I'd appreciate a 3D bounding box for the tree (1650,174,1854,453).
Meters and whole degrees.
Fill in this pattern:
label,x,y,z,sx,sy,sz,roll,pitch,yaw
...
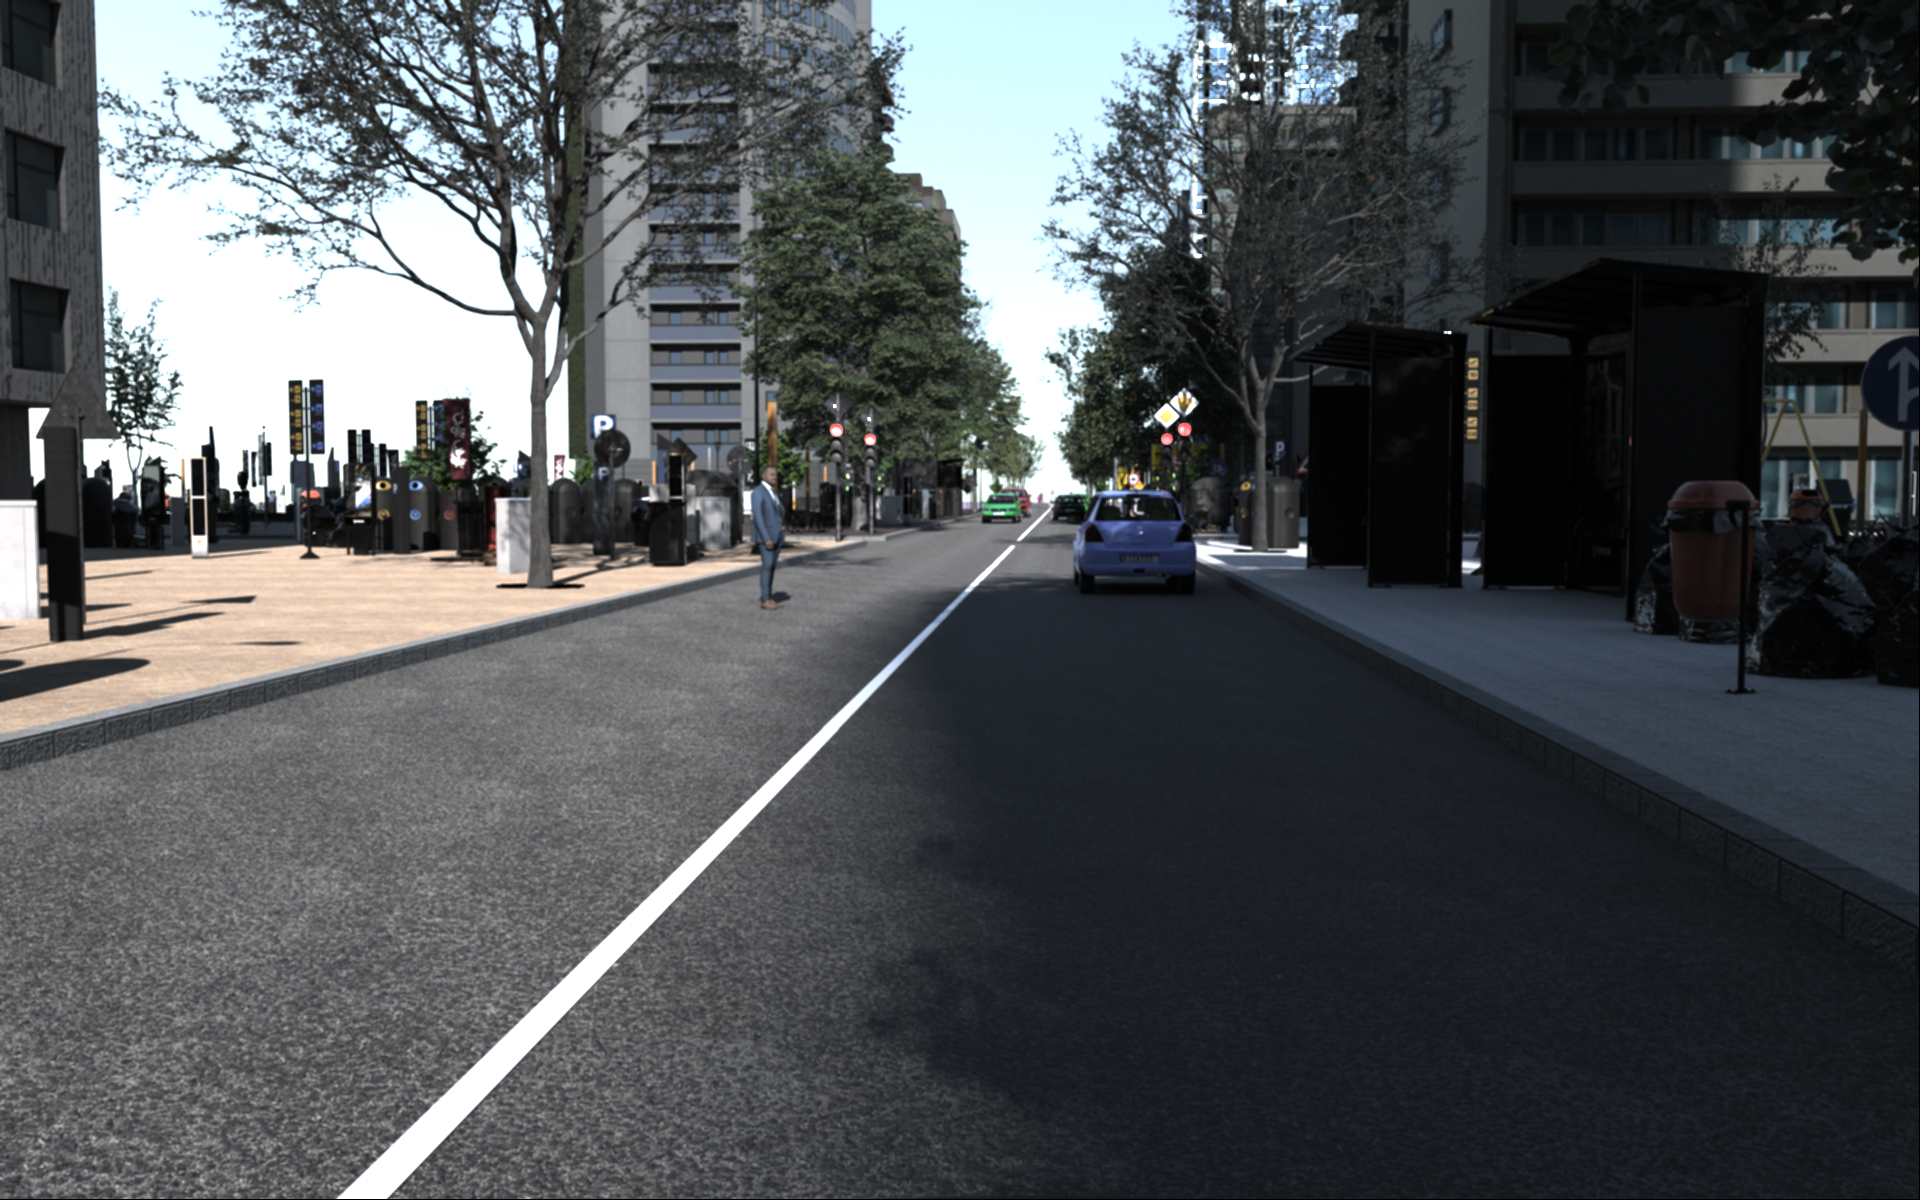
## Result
label,x,y,z,sx,sy,sz,roll,pitch,yaw
tree,17.904,-5.447,39.415,4.360,8.622,3.978,0,3,0

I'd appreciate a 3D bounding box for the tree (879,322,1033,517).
label,x,y,z,sx,sy,sz,roll,pitch,yaw
tree,-1.611,-10.606,99.166,9.928,11.665,9.643,0,3,0

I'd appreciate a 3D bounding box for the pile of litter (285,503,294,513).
label,x,y,z,sx,sy,sz,roll,pitch,yaw
pile of litter,-32.193,-4.197,82.583,1.176,0.858,1.719,1,4,21

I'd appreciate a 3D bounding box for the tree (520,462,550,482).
label,x,y,z,sx,sy,sz,roll,pitch,yaw
tree,-22.338,-5.888,90.873,1.663,3.219,1.824,0,3,0

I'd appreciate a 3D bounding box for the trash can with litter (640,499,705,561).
label,x,y,z,sx,sy,sz,roll,pitch,yaw
trash can with litter,-5.498,-1.347,33.411,1.055,1.170,0.624,-3,5,-41

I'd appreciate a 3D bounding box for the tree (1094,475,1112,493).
label,x,y,z,sx,sy,sz,roll,pitch,yaw
tree,13.857,-10.759,170.516,1.663,3.219,1.824,0,3,0

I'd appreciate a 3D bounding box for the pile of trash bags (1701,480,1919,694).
label,x,y,z,sx,sy,sz,roll,pitch,yaw
pile of trash bags,6.237,-0.132,11.916,3.447,1.369,1.912,-2,4,-24

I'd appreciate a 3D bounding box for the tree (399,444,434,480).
label,x,y,z,sx,sy,sz,roll,pitch,yaw
tree,-31.896,-7.306,103.170,4.285,4.588,4.351,0,3,0

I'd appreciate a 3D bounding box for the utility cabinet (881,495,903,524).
label,x,y,z,sx,sy,sz,roll,pitch,yaw
utility cabinet,-2.761,-3.884,74.661,1.020,1.237,0.306,2,4,24

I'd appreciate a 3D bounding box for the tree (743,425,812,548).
label,x,y,z,sx,sy,sz,roll,pitch,yaw
tree,-4.383,-2.878,41.654,1.663,3.219,1.824,0,3,0

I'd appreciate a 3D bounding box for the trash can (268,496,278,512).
label,x,y,z,sx,sy,sz,roll,pitch,yaw
trash can,-42.746,-5.862,107.491,0.748,1.137,0.748,0,3,0

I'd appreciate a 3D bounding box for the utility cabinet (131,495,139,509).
label,x,y,z,sx,sy,sz,roll,pitch,yaw
utility cabinet,-59.598,-6.951,124.812,0.306,1.237,1.020,0,4,4

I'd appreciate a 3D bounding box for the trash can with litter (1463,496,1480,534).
label,x,y,z,sx,sy,sz,roll,pitch,yaw
trash can with litter,16.405,-2.746,55.954,1.678,1.210,2.233,-2,4,-30

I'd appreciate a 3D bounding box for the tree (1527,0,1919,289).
label,x,y,z,sx,sy,sz,roll,pitch,yaw
tree,4.927,-6.062,5.764,9.857,13.997,8.962,0,3,0

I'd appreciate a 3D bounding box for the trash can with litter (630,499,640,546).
label,x,y,z,sx,sy,sz,roll,pitch,yaw
trash can with litter,-7.508,-1.882,42.153,1.055,1.170,0.624,2,4,31

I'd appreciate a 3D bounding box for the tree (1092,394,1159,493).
label,x,y,z,sx,sy,sz,roll,pitch,yaw
tree,11.734,-9.996,113.789,4.360,8.622,3.978,0,3,0

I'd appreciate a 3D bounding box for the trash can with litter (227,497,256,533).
label,x,y,z,sx,sy,sz,roll,pitch,yaw
trash can with litter,-24.115,-2.855,58.069,0.624,1.170,1.055,0,4,1

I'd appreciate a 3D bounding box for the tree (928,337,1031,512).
label,x,y,z,sx,sy,sz,roll,pitch,yaw
tree,1.489,-12.698,125.731,7.486,12.596,7.792,0,3,0

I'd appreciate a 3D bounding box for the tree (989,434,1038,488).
label,x,y,z,sx,sy,sz,roll,pitch,yaw
tree,7.239,-18.531,237.399,7.601,10.594,8.767,0,4,2

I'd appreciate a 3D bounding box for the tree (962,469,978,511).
label,x,y,z,sx,sy,sz,roll,pitch,yaw
tree,0.690,-8.538,134.196,1.663,3.219,1.824,0,3,0

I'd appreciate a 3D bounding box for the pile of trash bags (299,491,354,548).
label,x,y,z,sx,sy,sz,roll,pitch,yaw
pile of trash bags,-15.374,-2.017,42.737,3.447,1.369,1.912,3,5,43

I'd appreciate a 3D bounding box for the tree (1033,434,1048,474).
label,x,y,z,sx,sy,sz,roll,pitch,yaw
tree,10.491,-22.172,288.259,9.928,11.665,9.643,0,3,0

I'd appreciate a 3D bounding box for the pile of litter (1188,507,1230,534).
label,x,y,z,sx,sy,sz,roll,pitch,yaw
pile of litter,7.879,-2.572,56.017,1.719,0.858,1.176,1,4,15

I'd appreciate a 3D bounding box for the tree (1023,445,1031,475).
label,x,y,z,sx,sy,sz,roll,pitch,yaw
tree,6.151,-15.550,204.604,4.737,8.622,4.395,0,3,0

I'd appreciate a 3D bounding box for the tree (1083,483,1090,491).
label,x,y,z,sx,sy,sz,roll,pitch,yaw
tree,21.869,-20.458,284.854,4.360,8.622,3.978,0,3,0

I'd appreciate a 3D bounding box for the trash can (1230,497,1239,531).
label,x,y,z,sx,sy,sz,roll,pitch,yaw
trash can,9.375,-2.798,57.402,0.748,1.137,0.748,0,3,0

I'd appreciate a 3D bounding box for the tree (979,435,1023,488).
label,x,y,z,sx,sy,sz,roll,pitch,yaw
tree,3.979,-14.706,190.797,4.737,8.622,4.395,0,3,0

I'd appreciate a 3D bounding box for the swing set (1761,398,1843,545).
label,x,y,z,sx,sy,sz,roll,pitch,yaw
swing set,12.438,-1.870,28.191,3.119,2.851,2.862,-1,4,-18

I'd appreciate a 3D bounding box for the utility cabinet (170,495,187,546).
label,x,y,z,sx,sy,sz,roll,pitch,yaw
utility cabinet,-19.543,-1.964,43.270,0.306,1.237,1.020,-2,4,-27

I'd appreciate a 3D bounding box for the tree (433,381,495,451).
label,x,y,z,sx,sy,sz,roll,pitch,yaw
tree,-32.414,-9.927,112.664,4.360,8.622,3.978,0,3,0

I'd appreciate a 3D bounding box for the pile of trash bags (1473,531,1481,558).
label,x,y,z,sx,sy,sz,roll,pitch,yaw
pile of trash bags,12.160,-1.558,35.230,3.447,1.369,1.912,-3,4,-36

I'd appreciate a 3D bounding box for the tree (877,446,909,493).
label,x,y,z,sx,sy,sz,roll,pitch,yaw
tree,-4.092,-8.048,115.297,4.285,4.588,4.351,0,3,0

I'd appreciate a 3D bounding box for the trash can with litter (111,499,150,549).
label,x,y,z,sx,sy,sz,roll,pitch,yaw
trash can with litter,-19.620,-1.817,41.095,1.055,1.170,0.624,2,4,31

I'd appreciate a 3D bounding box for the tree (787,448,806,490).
label,x,y,z,sx,sy,sz,roll,pitch,yaw
tree,-12.173,-8.380,120.724,4.285,4.588,4.351,0,3,0

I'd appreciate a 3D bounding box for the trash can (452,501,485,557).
label,x,y,z,sx,sy,sz,roll,pitch,yaw
trash can,-9.873,-1.428,35.007,0.748,1.137,0.748,0,3,0

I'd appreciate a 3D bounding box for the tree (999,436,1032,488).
label,x,y,z,sx,sy,sz,roll,pitch,yaw
tree,6.041,-16.528,220.589,4.360,8.622,3.978,0,3,0

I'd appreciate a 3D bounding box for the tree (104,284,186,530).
label,x,y,z,sx,sy,sz,roll,pitch,yaw
tree,-28.981,-6.743,60.607,4.737,8.622,4.395,0,3,0

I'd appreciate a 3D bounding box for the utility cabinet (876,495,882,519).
label,x,y,z,sx,sy,sz,roll,pitch,yaw
utility cabinet,-4.206,-4.853,90.511,0.306,1.237,1.020,0,4,8

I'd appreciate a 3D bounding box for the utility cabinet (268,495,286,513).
label,x,y,z,sx,sy,sz,roll,pitch,yaw
utility cabinet,-43.712,-6.098,110.869,1.020,1.237,0.306,-1,4,-12

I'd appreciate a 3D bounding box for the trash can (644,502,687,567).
label,x,y,z,sx,sy,sz,roll,pitch,yaw
trash can,-5.216,-1.167,30.742,0.748,1.137,0.748,0,3,0

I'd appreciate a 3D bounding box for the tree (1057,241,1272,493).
label,x,y,z,sx,sy,sz,roll,pitch,yaw
tree,9.040,-9.766,76.682,9.611,12.733,9.660,0,3,0

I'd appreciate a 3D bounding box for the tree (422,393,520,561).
label,x,y,z,sx,sy,sz,roll,pitch,yaw
tree,-9.681,-2.362,33.225,1.663,3.219,1.824,0,3,0

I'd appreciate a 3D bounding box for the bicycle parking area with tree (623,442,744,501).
label,x,y,z,sx,sy,sz,roll,pitch,yaw
bicycle parking area with tree,-16.051,-6.653,95.783,8.231,4.147,9.016,1,4,10

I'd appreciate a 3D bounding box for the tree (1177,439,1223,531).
label,x,y,z,sx,sy,sz,roll,pitch,yaw
tree,8.490,-4.073,61.203,1.663,3.219,1.824,0,3,0

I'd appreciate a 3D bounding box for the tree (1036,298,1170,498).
label,x,y,z,sx,sy,sz,roll,pitch,yaw
tree,12.984,-18.200,153.456,12.611,20.169,13.585,0,3,0

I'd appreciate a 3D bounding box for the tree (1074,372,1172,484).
label,x,y,z,sx,sy,sz,roll,pitch,yaw
tree,11.827,-11.457,121.729,8.767,10.594,7.601,-1,4,-16

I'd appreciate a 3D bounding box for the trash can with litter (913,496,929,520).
label,x,y,z,sx,sy,sz,roll,pitch,yaw
trash can with litter,-2.327,-4.532,85.153,1.678,1.210,2.233,-1,4,-17

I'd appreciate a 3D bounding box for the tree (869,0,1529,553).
label,x,y,z,sx,sy,sz,roll,pitch,yaw
tree,6.523,-7.781,37.597,12.009,13.543,11.850,0,3,0

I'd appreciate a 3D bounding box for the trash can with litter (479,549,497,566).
label,x,y,z,sx,sy,sz,roll,pitch,yaw
trash can with litter,-8.079,-1.196,30.948,1.055,1.170,0.624,0,4,7

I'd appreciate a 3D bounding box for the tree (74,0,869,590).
label,x,y,z,sx,sy,sz,roll,pitch,yaw
tree,-5.735,-6.918,23.473,12.009,13.543,11.850,0,3,0

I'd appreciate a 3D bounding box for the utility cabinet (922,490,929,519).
label,x,y,z,sx,sy,sz,roll,pitch,yaw
utility cabinet,-1.561,-4.908,88.929,0.318,1.500,1.173,-1,4,-23

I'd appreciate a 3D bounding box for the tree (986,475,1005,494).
label,x,y,z,sx,sy,sz,roll,pitch,yaw
tree,3.717,-10.865,172.239,1.663,3.219,1.824,0,3,0

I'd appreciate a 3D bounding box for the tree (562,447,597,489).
label,x,y,z,sx,sy,sz,roll,pitch,yaw
tree,-15.324,-4.696,71.377,1.663,3.219,1.824,0,3,0

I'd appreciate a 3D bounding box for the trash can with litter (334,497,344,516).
label,x,y,z,sx,sy,sz,roll,pitch,yaw
trash can with litter,-23.747,-3.364,66.393,0.624,1.170,1.055,0,4,6

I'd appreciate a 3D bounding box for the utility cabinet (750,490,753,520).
label,x,y,z,sx,sy,sz,roll,pitch,yaw
utility cabinet,-9.632,-4.604,83.951,0.318,1.500,1.173,3,5,40
